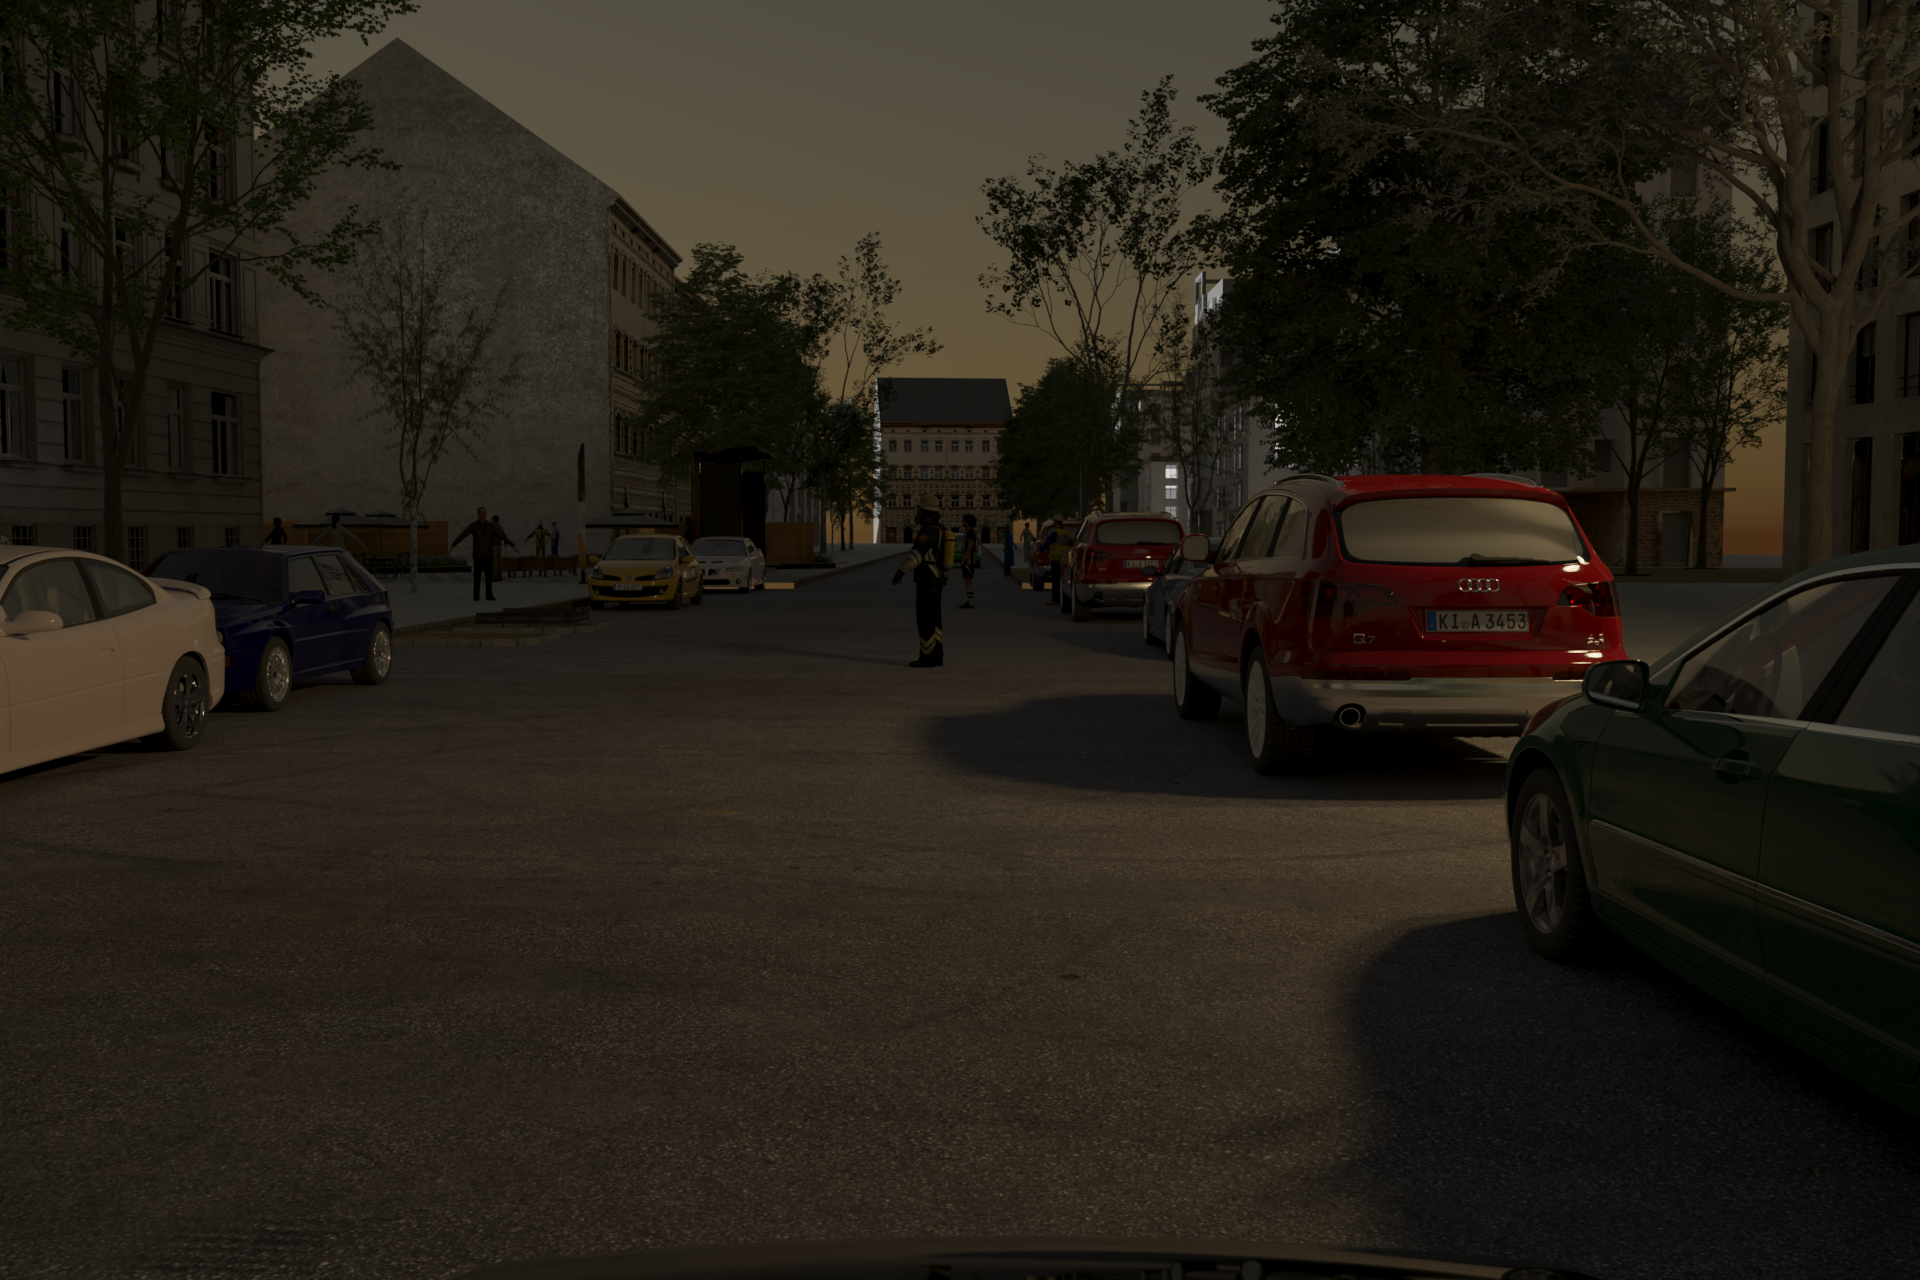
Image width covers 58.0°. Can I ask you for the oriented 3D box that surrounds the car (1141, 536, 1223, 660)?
[{"bbox_3d":[3.238,-0.546,20.923,2.014,1.417,4.499,0,4,1],"label":"car"}]

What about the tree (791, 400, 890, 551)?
[{"bbox_3d":[-8.832,-12.459,129.456,9.928,11.665,9.643,0,3,0],"label":"tree"}]

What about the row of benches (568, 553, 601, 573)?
[{"bbox_3d":[-11.036,-2.566,57.418,4.104,0.672,1.422,-2,4,-24],"label":"row of benches"}]

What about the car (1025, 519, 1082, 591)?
[{"bbox_3d":[2.860,-2.245,45.373,2.281,1.827,5.304,0,4,1],"label":"car"}]

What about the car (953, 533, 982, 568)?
[{"bbox_3d":[-0.017,-4.024,74.586,1.959,1.807,4.718,0,4,-1],"label":"car"}]

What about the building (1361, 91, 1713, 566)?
[{"bbox_3d":[24.104,-13.700,80.423,16.016,20.090,11.380,0,4,0],"label":"building"}]

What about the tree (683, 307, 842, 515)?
[{"bbox_3d":[-8.927,-9.324,78.202,9.928,11.665,9.643,0,3,0],"label":"tree"}]

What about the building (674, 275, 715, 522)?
[{"bbox_3d":[-26.251,-16.881,106.935,19.493,23.208,18.063,0,4,1],"label":"building"}]

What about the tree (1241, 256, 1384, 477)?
[{"bbox_3d":[9.414,-5.798,45.155,4.737,8.622,4.395,0,3,0],"label":"tree"}]

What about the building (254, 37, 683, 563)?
[{"bbox_3d":[-24.908,-15.618,86.279,19.493,23.208,18.063,0,4,0],"label":"building"}]

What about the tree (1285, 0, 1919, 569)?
[{"bbox_3d":[8.990,-6.569,17.776,12.009,13.543,11.850,0,3,0],"label":"tree"}]

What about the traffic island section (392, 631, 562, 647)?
[{"bbox_3d":[-6.388,-0.006,22.959,1.991,0.108,1.994,0,4,1],"label":"traffic island section"}]

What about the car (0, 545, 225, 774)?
[{"bbox_3d":[-6.019,0.135,10.150,2.083,1.381,4.827,0,4,0],"label":"car"}]

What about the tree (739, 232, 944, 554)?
[{"bbox_3d":[-7.793,-15.465,108.738,12.611,20.169,13.585,0,3,0],"label":"tree"}]

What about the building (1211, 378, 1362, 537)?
[{"bbox_3d":[20.739,-9.534,98.020,9.099,9.664,28.070,0,3,0],"label":"building"}]

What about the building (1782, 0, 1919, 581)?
[{"bbox_3d":[24.953,-10.936,32.688,10.420,20.400,16.860,0,4,0],"label":"building"}]

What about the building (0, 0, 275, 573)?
[{"bbox_3d":[-28.381,-12.555,37.302,16.112,23.069,30.059,0,4,1],"label":"building"}]

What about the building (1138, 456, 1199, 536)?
[{"bbox_3d":[25.038,-14.927,186.199,9.099,9.664,28.070,0,4,0],"label":"building"}]

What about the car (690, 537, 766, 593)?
[{"bbox_3d":[-5.970,-1.894,43.330,2.083,1.381,4.827,0,4,1],"label":"car"}]

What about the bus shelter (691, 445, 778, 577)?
[{"bbox_3d":[-6.303,-3.526,48.928,1.731,3.624,6.357,0,4,0],"label":"bus shelter"}]

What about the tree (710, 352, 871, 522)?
[{"bbox_3d":[-9.066,-9.449,88.910,8.767,10.594,7.601,-1,4,-17],"label":"tree"}]

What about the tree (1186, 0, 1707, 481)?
[{"bbox_3d":[8.907,-7.686,32.317,9.857,13.997,8.962,0,3,0],"label":"tree"}]

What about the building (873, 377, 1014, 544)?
[{"bbox_3d":[-2.625,-24.993,242.022,18.063,23.208,19.493,0,4,-5],"label":"building"}]

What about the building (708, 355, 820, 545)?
[{"bbox_3d":[-24.474,-19.141,179.421,16.747,18.905,31.486,0,4,1],"label":"building"}]

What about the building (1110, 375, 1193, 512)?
[{"bbox_3d":[23.585,-21.866,213.933,16.016,20.090,11.380,0,3,0],"label":"building"}]

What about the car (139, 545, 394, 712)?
[{"bbox_3d":[-6.348,-0.159,15.179,1.945,1.354,3.894,0,4,0],"label":"car"}]

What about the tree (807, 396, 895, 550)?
[{"bbox_3d":[-9.349,-13.738,142.747,7.486,12.596,7.792,0,3,0],"label":"tree"}]

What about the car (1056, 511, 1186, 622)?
[{"bbox_3d":[2.837,-1.291,29.776,2.281,1.827,5.304,0,4,0],"label":"car"}]

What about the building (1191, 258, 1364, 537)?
[{"bbox_3d":[22.053,-16.471,125.728,16.016,20.090,11.380,0,4,0],"label":"building"}]

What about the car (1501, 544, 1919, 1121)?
[{"bbox_3d":[2.872,0.451,4.418,2.131,1.459,4.920,0,4,0],"label":"car"}]

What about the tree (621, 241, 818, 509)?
[{"bbox_3d":[-9.407,-9.182,68.250,7.486,12.596,7.792,0,3,0],"label":"tree"}]

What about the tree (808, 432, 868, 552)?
[{"bbox_3d":[-8.735,-10.478,121.685,4.737,8.622,4.395,0,3,0],"label":"tree"}]

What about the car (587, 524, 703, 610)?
[{"bbox_3d":[-6.116,-1.446,33.867,2.015,1.641,3.980,0,4,0],"label":"car"}]

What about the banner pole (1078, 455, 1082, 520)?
[{"bbox_3d":[3.797,-3.958,54.725,0.401,3.779,0.863,0,4,-1],"label":"banner pole"}]

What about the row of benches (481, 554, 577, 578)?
[{"bbox_3d":[-12.961,-2.215,51.680,1.422,0.672,4.104,2,4,25],"label":"row of benches"}]

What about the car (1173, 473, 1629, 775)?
[{"bbox_3d":[2.735,-0.193,11.835,2.281,1.827,5.304,0,4,-1],"label":"car"}]
